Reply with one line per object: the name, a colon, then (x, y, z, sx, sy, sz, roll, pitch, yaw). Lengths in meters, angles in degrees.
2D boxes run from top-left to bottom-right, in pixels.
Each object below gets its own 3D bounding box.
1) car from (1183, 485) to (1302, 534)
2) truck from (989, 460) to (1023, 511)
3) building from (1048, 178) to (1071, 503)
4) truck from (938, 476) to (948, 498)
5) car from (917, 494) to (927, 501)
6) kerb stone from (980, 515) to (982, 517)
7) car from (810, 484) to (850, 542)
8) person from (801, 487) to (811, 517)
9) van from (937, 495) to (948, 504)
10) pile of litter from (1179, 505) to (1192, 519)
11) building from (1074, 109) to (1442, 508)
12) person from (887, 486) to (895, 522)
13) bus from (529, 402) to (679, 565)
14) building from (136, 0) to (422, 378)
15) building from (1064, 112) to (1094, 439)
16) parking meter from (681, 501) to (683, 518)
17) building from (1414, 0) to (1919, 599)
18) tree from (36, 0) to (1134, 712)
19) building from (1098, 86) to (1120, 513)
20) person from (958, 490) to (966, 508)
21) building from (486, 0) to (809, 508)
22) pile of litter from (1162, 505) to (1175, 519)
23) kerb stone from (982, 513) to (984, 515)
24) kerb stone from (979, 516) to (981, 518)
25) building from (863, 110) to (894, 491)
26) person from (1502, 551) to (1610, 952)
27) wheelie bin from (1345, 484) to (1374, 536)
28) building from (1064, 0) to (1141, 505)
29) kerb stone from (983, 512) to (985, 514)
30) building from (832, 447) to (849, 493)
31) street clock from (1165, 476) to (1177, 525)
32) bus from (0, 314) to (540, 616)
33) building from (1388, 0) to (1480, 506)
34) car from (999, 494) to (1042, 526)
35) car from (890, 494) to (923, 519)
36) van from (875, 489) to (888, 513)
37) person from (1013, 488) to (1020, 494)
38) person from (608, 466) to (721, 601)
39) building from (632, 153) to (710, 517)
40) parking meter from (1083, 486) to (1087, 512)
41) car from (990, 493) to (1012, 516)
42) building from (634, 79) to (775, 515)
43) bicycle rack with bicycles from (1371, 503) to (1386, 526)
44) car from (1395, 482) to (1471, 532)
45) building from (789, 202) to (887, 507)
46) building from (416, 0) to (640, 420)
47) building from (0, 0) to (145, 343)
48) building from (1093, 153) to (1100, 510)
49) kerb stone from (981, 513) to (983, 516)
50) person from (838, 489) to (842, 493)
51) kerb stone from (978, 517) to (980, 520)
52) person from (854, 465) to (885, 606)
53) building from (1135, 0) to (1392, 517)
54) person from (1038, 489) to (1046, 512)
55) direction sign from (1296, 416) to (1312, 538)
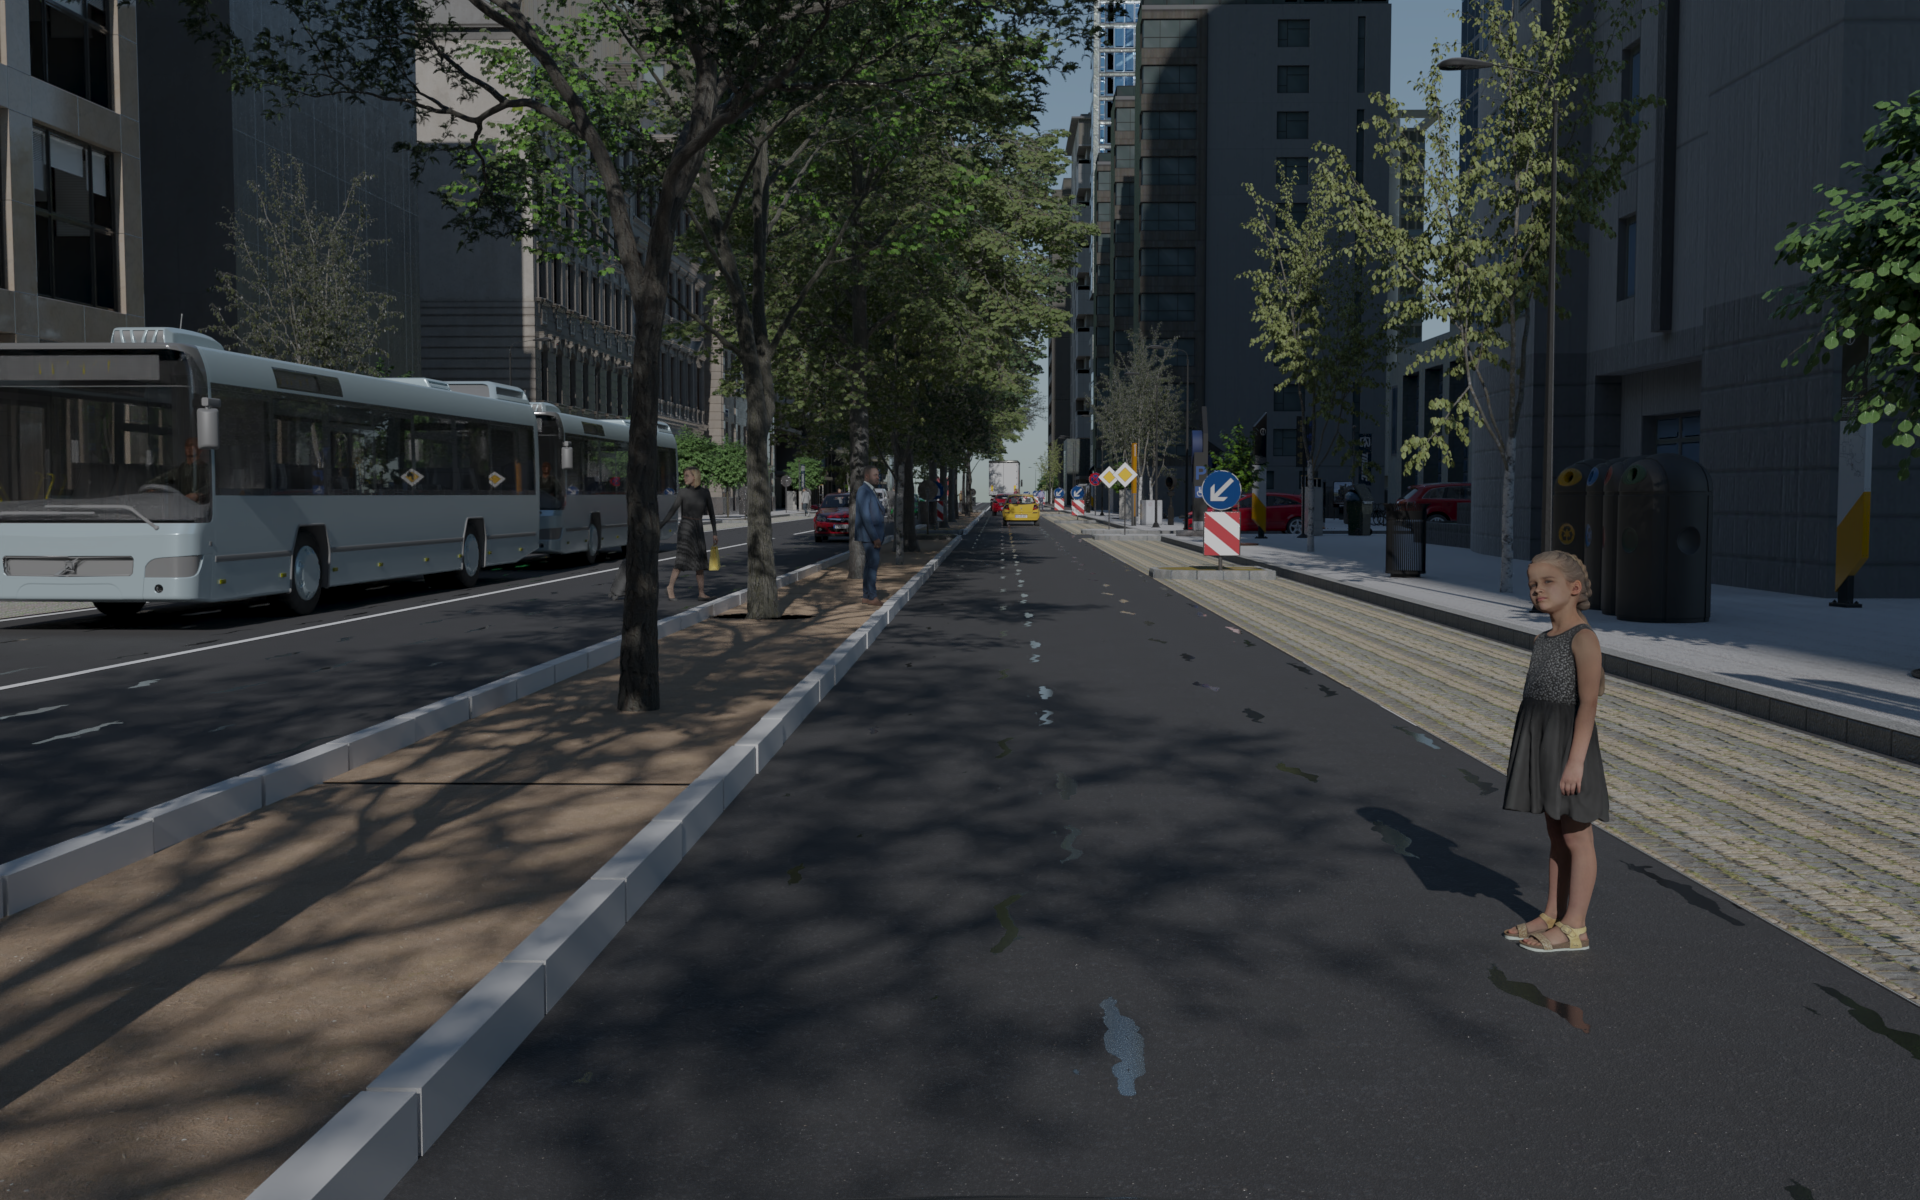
car: (9.674, -2.977, 57.711, 4.494, 1.783, 2.155, 0, 4, 2)
truck: (3.897, -9.795, 149.054, 2.839, 4.237, 11.283, 0, 4, 3)
building: (24.202, -38.946, 260.468, 21.300, 48.544, 21.600, 0, 4, 1)
truck: (-2.773, -17.616, 276.939, 2.839, 4.237, 11.283, 0, 3, 0)
car: (-4.259, -11.166, 194.365, 2.131, 1.459, 4.920, 0, 4, 1)
kerb stone: (1.005, -4.513, 96.011, 0.120, 0.150, 1.000, 0, 4, 1)
car: (-3.460, -2.684, 52.931, 2.155, 1.783, 4.494, 0, 4, -1)
person: (-9.512, -6.054, 107.324, 0.795, 1.843, 0.661, 3, 5, 42)
van: (-2.719, -15.376, 258.412, 2.013, 2.044, 4.112, 0, 4, 2)
pile of litter: (12.073, -4.680, 90.483, 1.176, 0.858, 1.719, 0, 4, -7)
building: (27.495, -29.104, 167.729, 32.217, 40.220, 23.993, 0, 4, 1)
person: (-3.426, -4.867, 87.880, 0.655, 1.846, 0.447, 2, 4, 26)
bus: (-8.588, -2.623, 37.743, 2.948, 3.499, 13.247, 0, 4, 1)
building: (-31.163, -13.899, 46.318, 30.058, 24.678, 14.314, 0, 4, 1)
building: (28.999, -39.540, 235.715, 28.713, 52.752, 27.495, 0, 4, 1)
parking meter: (-13.320, -4.611, 83.806, 0.372, 1.533, 0.369, 0, 3, 0)
building: (21.475, -30.044, 33.218, 21.231, 58.520, 28.212, 0, 4, 1)
tree: (-2.156, -4.521, 10.789, 8.767, 10.594, 7.601, 0, 4, 1)
building: (17.809, -21.665, 125.921, 14.160, 30.474, 14.107, 0, 4, 1)
person: (0.119, -10.442, 179.328, 1.348, 1.812, 0.705, -1, 4, -20)
building: (-27.805, -34.385, 151.439, 28.713, 52.752, 27.495, 0, 4, 1)
pile of litter: (10.474, -4.598, 89.142, 1.176, 0.858, 1.719, 1, 4, 9)
kerb stone: (1.207, -5.015, 104.194, 0.120, 0.150, 1.000, 0, 4, 1)
kerb stone: (0.887, -4.199, 90.881, 0.120, 0.150, 1.000, 0, 4, 1)
building: (-21.091, -58.313, 266.093, 22.319, 86.520, 31.000, 0, 4, 1)
person: (1.874, 0.471, 5.464, 0.373, 1.253, 0.362, 0, 4, -7)
wheelie bin: (12.314, -2.789, 53.516, 0.980, 1.594, 0.693, -3, 5, -42)
building: (23.473, -53.896, 193.865, 22.319, 86.520, 31.000, 0, 4, 1)
kerb stone: (1.328, -5.326, 109.316, 0.120, 0.150, 1.000, 0, 4, 1)
building: (-18.947, -26.327, 202.144, 14.160, 30.474, 14.107, 0, 4, 1)
street clock: (8.674, -4.076, 71.214, 0.358, 2.002, 0.471, -3, 4, -37)
bus: (-8.783, -1.733, 23.197, 2.948, 3.499, 13.247, 0, 4, 2)
building: (35.024, -46.502, 72.979, 31.000, 86.520, 22.319, 0, 4, 1)
car: (2.794, -4.245, 79.623, 2.015, 1.641, 3.980, 0, 4, 1)
car: (-3.074, -5.546, 99.475, 1.959, 1.807, 4.718, 0, 3, 0)
van: (-6.417, -7.587, 131.057, 2.013, 2.044, 4.112, 0, 4, 3)
person: (3.943, -6.812, 119.843, 0.580, 1.828, 0.573, 2, 4, 25)
person: (-3.926, -0.892, 23.303, 1.509, 1.804, 0.699, 2, 4, 26)
building: (-20.469, -15.702, 92.883, 11.583, 22.565, 21.152, 0, 4, 1)
parking meter: (9.106, -7.317, 125.343, 0.399, 1.863, 0.255, -2, 4, -25)
car: (3.061, -6.474, 114.895, 2.155, 1.783, 4.494, 0, 4, 3)
building: (-19.632, -19.483, 115.809, 12.463, 27.353, 25.104, 0, 4, 1)
bicycle rack with bicycles: (17.385, -3.471, 70.129, 2.925, 0.926, 2.852, -1, 4, -10)
car: (17.014, -2.966, 57.174, 5.304, 1.827, 2.281, 0, 4, 1)
building: (-21.669, -35.650, 237.495, 22.147, 44.769, 28.867, 0, 4, 1)
building: (-20.204, -13.700, 73.145, 9.793, 20.994, 18.267, 0, 4, 1)
building: (-25.669, -12.936, 16.015, 19.350, 26.468, 34.151, 0, 4, 1)
building: (18.418, -23.090, 149.224, 14.160, 30.474, 14.107, 0, 4, 1)
kerb stone: (1.154, -4.890, 102.148, 0.120, 0.150, 1.000, 0, 4, 1)
person: (-7.425, -5.914, 105.557, 0.716, 1.782, 0.532, -1, 4, -22)
kerb stone: (0.806, -4.010, 87.806, 0.120, 0.150, 1.000, 0, 4, 1)
person: (-1.152, -0.832, 22.292, 0.419, 1.800, 0.721, 0, 4, -5)
building: (17.303, -20.316, 103.861, 14.160, 30.474, 14.107, 0, 4, 1)
person: (6.723, -8.154, 141.686, 0.709, 1.838, 0.599, 2, 4, 31)
direction sign: (10.041, -3.583, 50.573, 0.379, 3.537, 0.876, 3, 5, 41)
